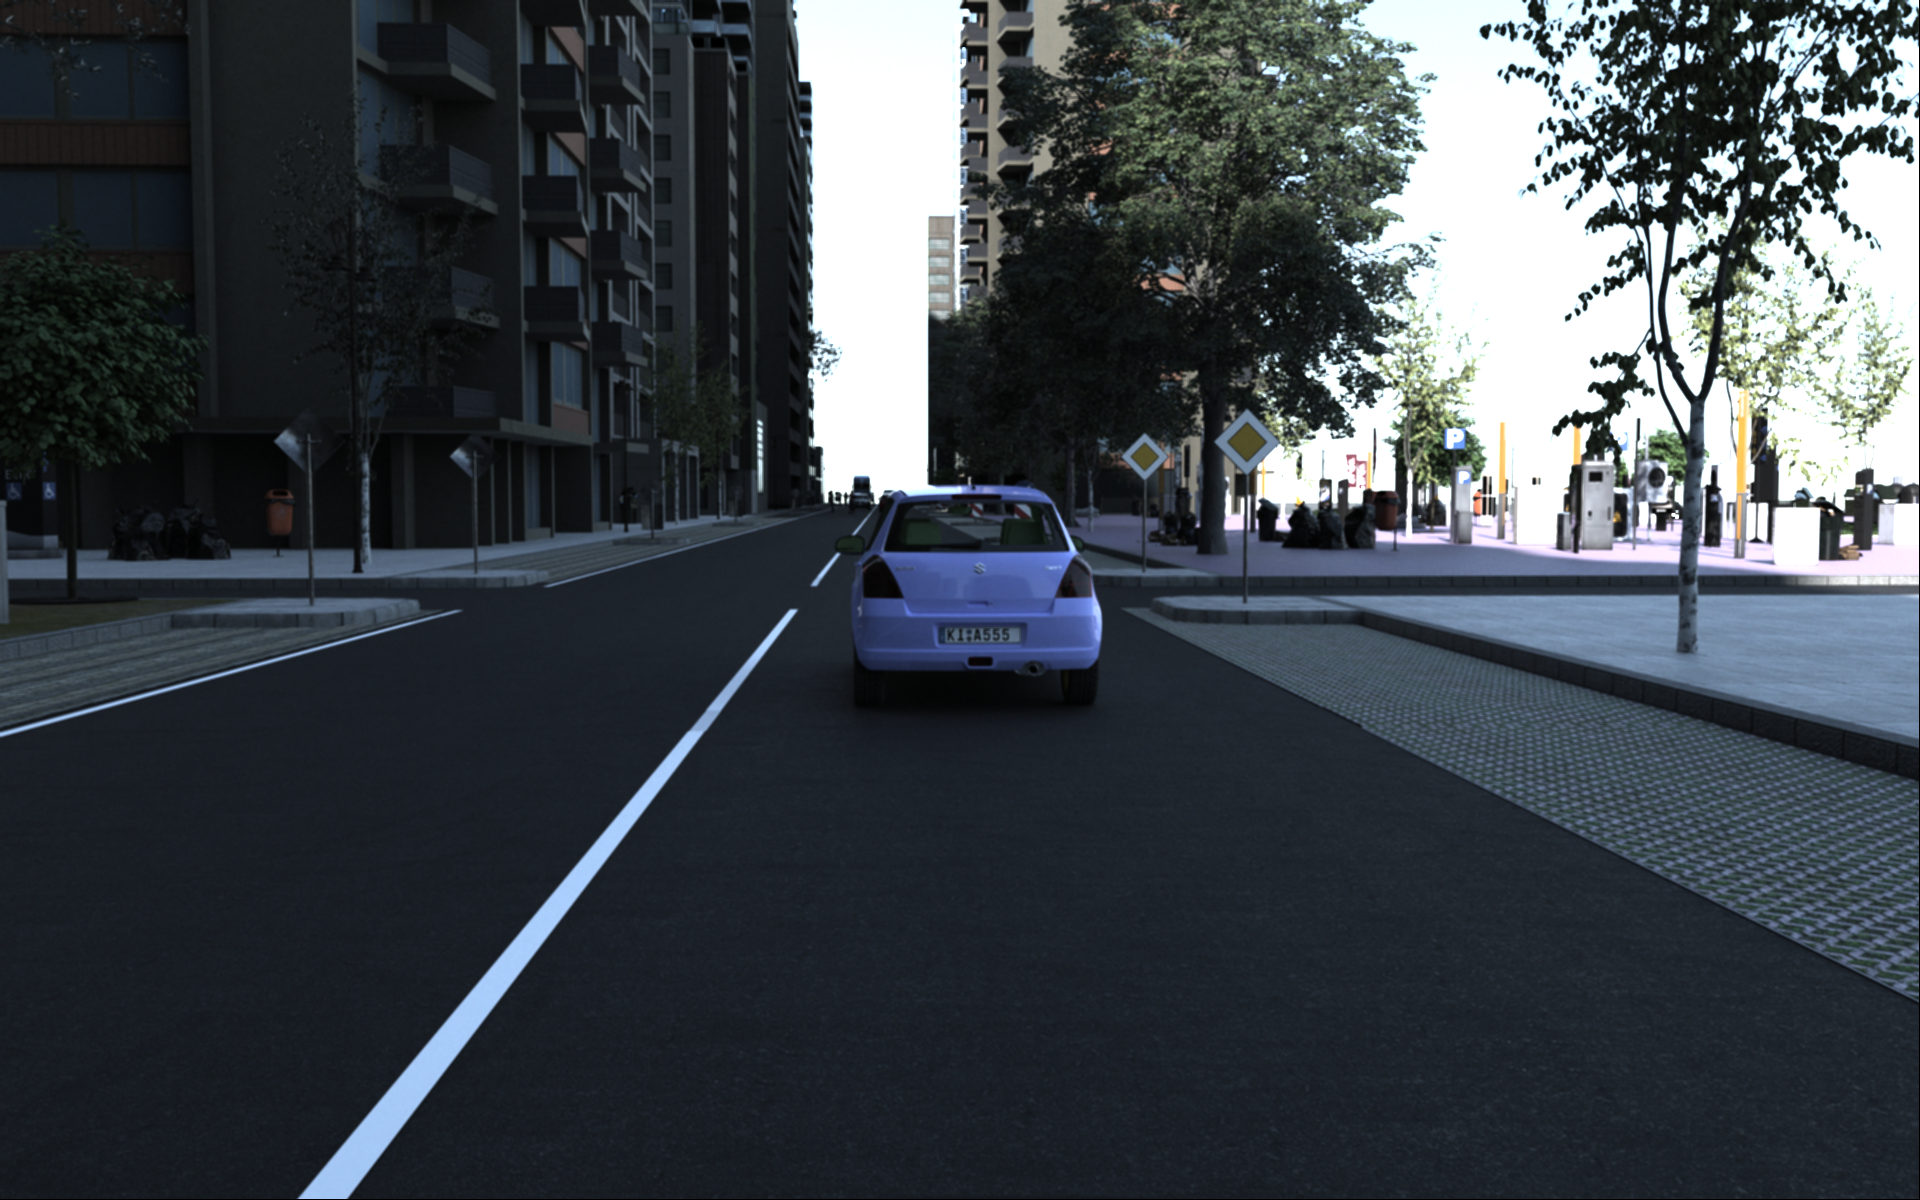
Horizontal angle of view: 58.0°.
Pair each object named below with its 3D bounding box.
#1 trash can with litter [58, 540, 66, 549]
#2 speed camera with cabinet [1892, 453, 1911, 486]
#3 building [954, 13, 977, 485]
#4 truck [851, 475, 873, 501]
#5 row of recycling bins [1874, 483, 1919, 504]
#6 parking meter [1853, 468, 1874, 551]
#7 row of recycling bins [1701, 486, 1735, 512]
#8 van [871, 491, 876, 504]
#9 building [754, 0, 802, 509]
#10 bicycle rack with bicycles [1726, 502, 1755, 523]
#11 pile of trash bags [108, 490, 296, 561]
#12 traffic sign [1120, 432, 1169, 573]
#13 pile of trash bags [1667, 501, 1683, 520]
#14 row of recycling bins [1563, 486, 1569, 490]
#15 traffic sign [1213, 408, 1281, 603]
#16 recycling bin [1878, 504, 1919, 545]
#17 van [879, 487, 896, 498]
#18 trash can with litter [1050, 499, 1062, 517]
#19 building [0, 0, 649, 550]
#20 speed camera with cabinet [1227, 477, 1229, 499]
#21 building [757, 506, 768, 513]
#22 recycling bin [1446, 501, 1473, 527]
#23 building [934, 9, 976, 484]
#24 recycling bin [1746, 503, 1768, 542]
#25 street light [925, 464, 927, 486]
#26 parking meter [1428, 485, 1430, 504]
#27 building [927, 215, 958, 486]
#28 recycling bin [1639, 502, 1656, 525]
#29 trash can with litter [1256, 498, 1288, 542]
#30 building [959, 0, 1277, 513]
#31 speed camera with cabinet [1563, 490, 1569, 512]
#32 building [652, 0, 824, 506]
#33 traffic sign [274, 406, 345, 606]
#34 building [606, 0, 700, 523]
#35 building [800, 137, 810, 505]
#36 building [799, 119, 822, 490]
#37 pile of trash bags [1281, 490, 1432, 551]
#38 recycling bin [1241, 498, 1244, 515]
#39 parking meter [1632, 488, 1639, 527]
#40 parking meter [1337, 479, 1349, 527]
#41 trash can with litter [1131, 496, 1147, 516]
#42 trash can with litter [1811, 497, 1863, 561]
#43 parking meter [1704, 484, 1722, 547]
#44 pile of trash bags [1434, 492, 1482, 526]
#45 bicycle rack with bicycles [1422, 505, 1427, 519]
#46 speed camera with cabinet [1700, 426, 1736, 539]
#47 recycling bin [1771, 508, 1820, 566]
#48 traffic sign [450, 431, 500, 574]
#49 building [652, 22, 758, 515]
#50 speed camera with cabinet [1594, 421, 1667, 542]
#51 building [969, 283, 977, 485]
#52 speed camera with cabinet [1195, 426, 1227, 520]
[{"bbox_3d":[-19.668,-1.569,37.043,1.055,1.170,0.624,-2,4,-32],"label":"trash can with litter"},{"bbox_3d":[45.637,-5.417,82.910,0.660,3.252,2.038,-1,4,-15],"label":"speed camera with cabinet"},{"bbox_3d":[10.033,-44.628,167.915,20.563,71.187,20.611,0,4,-2],"label":"building"},{"bbox_3d":[-14.049,-15.734,247.009,2.967,4.110,18.799,0,4,-4],"label":"truck"},{"bbox_3d":[36.279,-3.629,66.445,1.069,1.692,3.534,-1,4,-17],"label":"row of recycling bins"},{"bbox_3d":[20.534,-2.058,39.365,0.399,1.863,0.255,-2,4,-29],"label":"parking meter"},{"bbox_3d":[39.653,-5.141,91.172,3.534,1.692,1.069,-1,4,-19],"label":"row of recycling bins"},{"bbox_3d":[-13.583,-15.417,259.073,2.013,2.044,4.112,0,4,-4],"label":"van"},{"bbox_3d":[-25.838,-32.719,158.653,21.300,48.544,21.600,0,4,-2],"label":"building"},{"bbox_3d":[34.620,-3.927,77.582,2.925,0.926,2.852,-2,4,-24],"label":"bicycle rack with bicycles"},{"bbox_3d":[-15.032,-1.510,34.443,3.447,1.369,1.912,-2,4,-30],"label":"pile of trash bags"},{"bbox_3d":[3.004,-1.505,28.247,0.795,2.450,0.064,0,4,-2],"label":"traffic sign"},{"bbox_3d":[35.652,-4.645,85.692,3.447,1.369,1.912,-1,4,-14],"label":"pile of trash bags"},{"bbox_3d":[32.675,-5.061,89.868,1.069,1.692,3.534,-2,4,-28],"label":"row of recycling bins"},{"bbox_3d":[3.345,-1.017,20.269,0.795,2.450,0.064,0,4,-2],"label":"traffic sign"},{"bbox_3d":[23.641,-1.897,43.562,0.722,1.027,0.722,0,4,-7],"label":"recycling bin"},{"bbox_3d":[-6.143,-8.936,153.116,2.013,2.044,4.112,0,4,-3],"label":"van"},{"bbox_3d":[4.638,-4.510,85.118,1.055,1.170,0.624,1,4,18],"label":"trash can with litter"},{"bbox_3d":[-21.643,-24.284,51.675,22.147,44.769,28.867,0,4,-2],"label":"building"},{"bbox_3d":[12.777,-5.712,87.732,2.038,3.252,0.660,-3,5,-42],"label":"speed camera with cabinet"},{"bbox_3d":[-25.711,-50.064,131.224,22.319,86.520,31.000,0,4,-2],"label":"building"},{"bbox_3d":[19.297,-3.326,66.931,0.722,1.027,0.722,-2,4,-25],"label":"recycling bin"},{"bbox_3d":[8.051,-56.235,232.113,22.319,86.520,31.000,0,4,-2],"label":"building"},{"bbox_3d":[21.621,-2.114,47.115,0.722,1.027,0.722,3,5,41],"label":"recycling bin"},{"bbox_3d":[-5.060,-17.724,262.577,0.468,5.910,1.993,0,4,-2],"label":"street light"},{"bbox_3d":[27.017,-5.710,99.072,0.399,1.863,0.255,-1,4,-16],"label":"parking meter"},{"bbox_3d":[2.153,-34.995,255.766,14.154,41.232,14.086,0,4,-2],"label":"building"},{"bbox_3d":[28.696,-3.634,71.978,0.722,1.027,0.722,2,4,33],"label":"recycling bin"},{"bbox_3d":[8.528,-2.168,46.838,0.624,1.170,1.055,-3,5,-39],"label":"trash can with litter"},{"bbox_3d":[11.229,-29.063,129.798,22.147,44.769,28.867,0,4,-2],"label":"building"},{"bbox_3d":[27.119,-4.968,75.560,0.660,3.252,2.038,-1,4,-15],"label":"speed camera with cabinet"},{"bbox_3d":[-30.315,-56.950,243.796,22.319,86.520,31.000,0,4,-2],"label":"building"},{"bbox_3d":[-7.441,-0.990,19.831,0.795,2.450,0.064,0,4,-2],"label":"traffic sign"},{"bbox_3d":[-23.630,-39.464,83.492,20.563,71.187,20.611,0,4,-2],"label":"building"},{"bbox_3d":[-24.158,-31.125,192.492,14.154,41.232,14.086,0,4,-2],"label":"building"},{"bbox_3d":[-29.471,-36.371,214.277,23.786,49.044,30.456,0,4,-2],"label":"building"},{"bbox_3d":[9.105,-1.886,40.596,1.912,1.369,3.447,-2,4,-25],"label":"pile of trash bags"},{"bbox_3d":[17.391,-5.600,104.115,0.722,1.027,0.722,3,5,42],"label":"recycling bin"},{"bbox_3d":[26.315,-3.621,67.606,0.372,1.533,0.369,0,3,0],"label":"parking meter"},{"bbox_3d":[14.540,-3.675,65.790,0.255,1.863,0.399,-2,4,-33],"label":"parking meter"},{"bbox_3d":[10.543,-5.508,101.444,1.055,1.170,0.624,0,4,-2],"label":"trash can with litter"},{"bbox_3d":[16.943,-1.357,33.579,1.055,1.170,0.624,-1,4,-22],"label":"trash can with litter"},{"bbox_3d":[18.412,-2.076,42.347,0.372,1.533,0.369,0,3,0],"label":"parking meter"},{"bbox_3d":[19.869,-3.695,70.158,3.447,1.369,1.912,-1,4,-20],"label":"pile of trash bags"},{"bbox_3d":[21.498,-4.235,82.618,2.852,0.926,2.925,-3,5,-41],"label":"bicycle rack with bicycles"},{"bbox_3d":[22.144,-3.452,50.781,0.660,3.252,2.038,0,4,5],"label":"speed camera with cabinet"},{"bbox_3d":[15.146,-1.153,31.403,0.722,1.027,0.722,1,4,22],"label":"recycling bin"},{"bbox_3d":[-7.781,-1.478,27.809,0.795,2.450,0.064,0,4,-2],"label":"traffic sign"},{"bbox_3d":[-20.551,-20.694,110.050,14.160,30.474,14.107,0,4,-2],"label":"building"},{"bbox_3d":[18.085,-3.210,46.820,2.038,3.252,0.660,-1,4,-17],"label":"speed camera with cabinet"},{"bbox_3d":[7.669,-23.232,151.550,14.160,30.474,14.107,0,4,-2],"label":"building"},{"bbox_3d":[7.214,-3.403,49.979,0.660,3.252,2.038,0,4,5],"label":"speed camera with cabinet"}]
